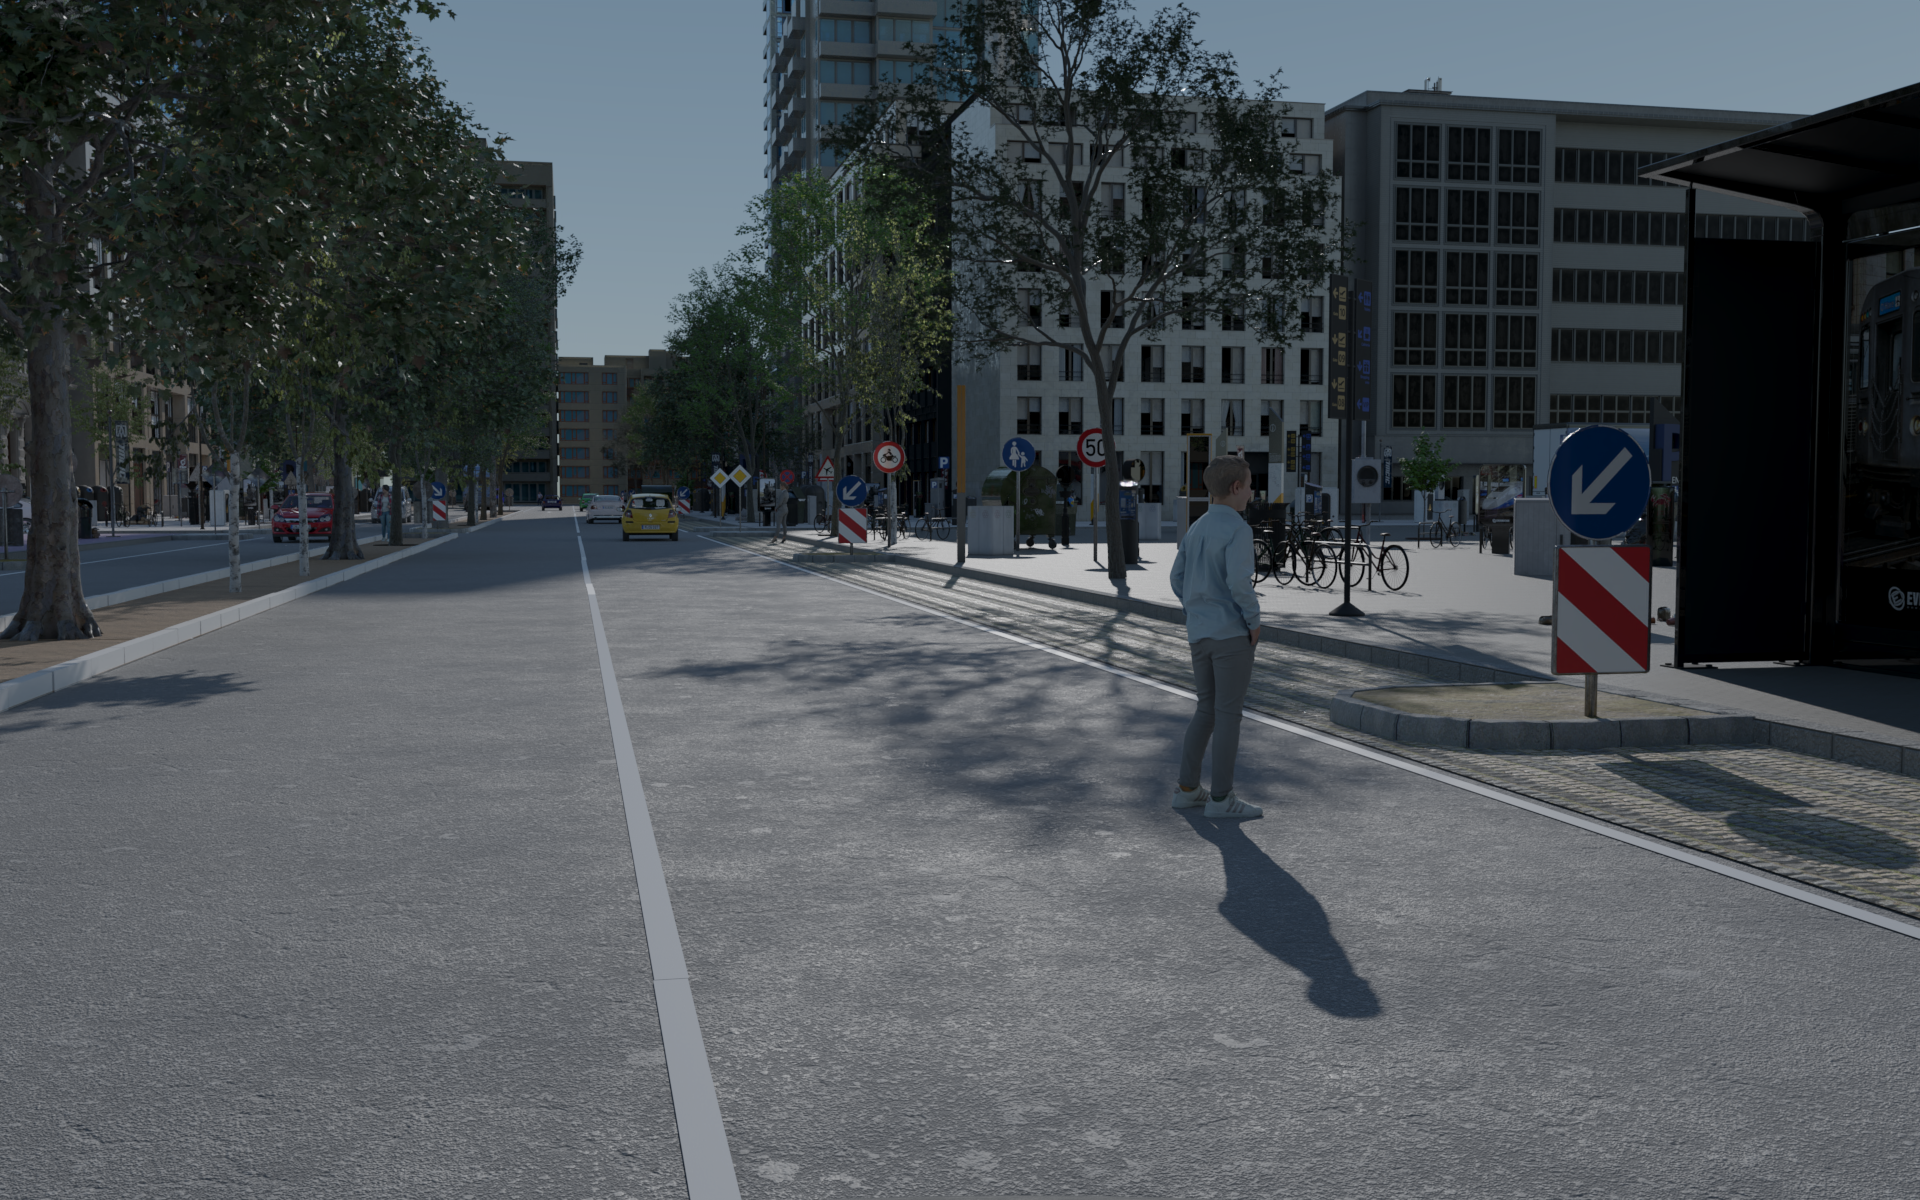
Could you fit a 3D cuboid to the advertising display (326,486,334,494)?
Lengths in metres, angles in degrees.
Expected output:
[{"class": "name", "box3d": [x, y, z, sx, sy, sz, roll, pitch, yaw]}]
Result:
[{"class": "advertising display", "box3d": [-48.300, -7.833, 133.281, 0.974, 1.923, 0.123, 0, 4, -3]}]

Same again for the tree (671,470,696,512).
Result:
[{"class": "tree", "box3d": [-19.325, -7.803, 122.186, 1.663, 3.219, 1.824, 0, 3, 0]}]

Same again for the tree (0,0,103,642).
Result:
[{"class": "tree", "box3d": [-9.060, -5.967, 17.029, 9.611, 12.733, 9.660, 0, 3, 0]}]

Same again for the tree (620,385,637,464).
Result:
[{"class": "tree", "box3d": [-9.435, -9.277, 77.434, 9.928, 11.665, 9.643, 0, 3, 0]}]

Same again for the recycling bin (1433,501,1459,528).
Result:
[{"class": "recycling bin", "box3d": [18.256, -3.214, 65.095, 0.722, 1.027, 0.722, -1, 4, -14]}]

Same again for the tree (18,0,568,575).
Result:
[{"class": "tree", "box3d": [-13.494, -7.226, 37.604, 9.611, 12.733, 9.660, 0, 3, 0]}]

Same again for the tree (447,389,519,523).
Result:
[{"class": "tree", "box3d": [-24.102, -8.153, 86.129, 4.360, 8.622, 3.978, 0, 3, 0]}]

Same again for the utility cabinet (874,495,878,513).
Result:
[{"class": "utility cabinet", "box3d": [-3.866, -4.713, 88.217, 1.020, 1.237, 0.306, 0, 4, -4]}]

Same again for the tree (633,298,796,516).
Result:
[{"class": "tree", "box3d": [-14.277, -11.261, 101.124, 9.611, 12.733, 9.660, 0, 3, 0]}]

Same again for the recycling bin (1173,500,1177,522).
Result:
[{"class": "recycling bin", "box3d": [10.293, -4.132, 80.118, 0.722, 1.027, 0.722, -1, 4, -8]}]

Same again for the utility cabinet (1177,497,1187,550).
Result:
[{"class": "utility cabinet", "box3d": [5.455, -1.783, 40.314, 0.306, 1.237, 1.020, 3, 5, 42]}]

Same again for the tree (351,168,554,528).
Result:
[{"class": "tree", "box3d": [-20.333, -9.679, 67.358, 9.857, 13.997, 8.962, 0, 3, 0]}]

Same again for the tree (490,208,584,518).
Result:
[{"class": "tree", "box3d": [-29.590, -15.066, 104.673, 12.611, 20.169, 13.585, 0, 3, 0]}]

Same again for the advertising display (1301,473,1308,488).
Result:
[{"class": "advertising display", "box3d": [10.676, -2.969, 53.756, 0.123, 1.923, 0.974, 1, 4, 17]}]

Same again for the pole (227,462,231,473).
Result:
[{"class": "pole", "box3d": [-30.634, -4.822, 72.678, 0.158, 3.312, 0.155, 0, 3, 0]}]

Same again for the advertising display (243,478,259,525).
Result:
[{"class": "advertising display", "box3d": [-29.121, -4.033, 71.151, 0.974, 1.923, 0.123, 2, 4, 35]}]

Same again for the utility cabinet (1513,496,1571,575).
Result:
[{"class": "utility cabinet", "box3d": [9.317, -0.997, 27.456, 1.020, 1.237, 0.306, 1, 4, 12]}]

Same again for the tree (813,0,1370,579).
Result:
[{"class": "tree", "box3d": [2.295, -5.626, 26.406, 8.767, 10.594, 7.601, -1, 4, -21]}]

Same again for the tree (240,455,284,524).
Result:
[{"class": "tree", "box3d": [-30.197, -4.935, 75.292, 1.663, 3.219, 1.824, 0, 3, 0]}]

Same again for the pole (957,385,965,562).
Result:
[{"class": "pole", "box3d": [0.022, -2.367, 32.538, 0.158, 3.312, 0.155, 0, 3, 0]}]

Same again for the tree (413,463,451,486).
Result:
[{"class": "tree", "box3d": [-56.287, -12.361, 185.820, 4.285, 4.588, 4.351, 0, 3, 0]}]

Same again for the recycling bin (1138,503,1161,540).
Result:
[{"class": "recycling bin", "box3d": [5.238, -2.196, 48.460, 0.722, 1.027, 0.722, 1, 4, 12]}]

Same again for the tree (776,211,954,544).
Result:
[{"class": "tree", "box3d": [-1.902, -5.742, 44.250, 4.360, 8.622, 3.978, 0, 3, 0]}]

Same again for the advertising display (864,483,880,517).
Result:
[{"class": "advertising display", "box3d": [-4.982, -5.683, 98.132, 0.974, 1.923, 0.123, -2, 4, -31]}]

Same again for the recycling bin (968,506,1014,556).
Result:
[{"class": "recycling bin", "box3d": [0.647, -1.467, 36.534, 0.722, 1.027, 0.722, 3, 5, 44]}]

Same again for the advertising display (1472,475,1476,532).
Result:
[{"class": "advertising display", "box3d": [17.617, -3.271, 58.700, 0.123, 1.923, 0.974, 3, 5, 39]}]

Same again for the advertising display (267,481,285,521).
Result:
[{"class": "advertising display", "box3d": [-32.727, -4.751, 82.889, 0.123, 1.923, 0.974, 2, 4, 25]}]

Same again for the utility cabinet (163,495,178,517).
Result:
[{"class": "utility cabinet", "box3d": [-44.956, -5.360, 98.792, 1.020, 1.237, 0.306, 1, 4, 15]}]

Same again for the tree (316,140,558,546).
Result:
[{"class": "tree", "box3d": [-15.414, -7.284, 47.303, 9.928, 11.665, 9.643, 0, 3, 0]}]

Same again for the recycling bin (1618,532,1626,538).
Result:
[{"class": "recycling bin", "box3d": [19.672, -2.380, 51.466, 0.722, 1.027, 0.722, -2, 4, -32]}]

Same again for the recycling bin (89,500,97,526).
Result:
[{"class": "recycling bin", "box3d": [-34.697, -3.427, 68.582, 0.722, 1.027, 0.722, 0, 4, 3]}]

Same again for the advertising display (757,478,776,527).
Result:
[{"class": "advertising display", "box3d": [-7.662, -3.881, 68.662, 0.123, 1.923, 0.974, 3, 4, 36]}]

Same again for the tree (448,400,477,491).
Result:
[{"class": "tree", "box3d": [-16.942, -6.228, 54.655, 4.737, 8.622, 4.395, 0, 3, 0]}]

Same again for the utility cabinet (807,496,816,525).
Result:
[{"class": "utility cabinet", "box3d": [-6.207, -3.764, 72.703, 0.306, 1.237, 1.020, -1, 4, -10]}]

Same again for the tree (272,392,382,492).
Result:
[{"class": "tree", "box3d": [-34.950, -10.623, 91.819, 7.486, 12.596, 7.792, 0, 3, 0]}]

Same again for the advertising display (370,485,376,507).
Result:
[{"class": "advertising display", "box3d": [-40.179, -6.935, 118.607, 0.123, 1.923, 0.974, -3, 4, -36]}]

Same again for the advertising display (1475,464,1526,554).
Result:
[{"class": "advertising display", "box3d": [11.609, -1.952, 37.127, 0.974, 1.923, 0.123, 2, 4, 32]}]

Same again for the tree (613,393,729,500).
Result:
[{"class": "tree", "box3d": [-20.501, -11.892, 128.840, 7.601, 10.594, 8.767, 0, 4, 7]}]

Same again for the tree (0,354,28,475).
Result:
[{"class": "tree", "box3d": [-23.781, -5.523, 40.670, 4.737, 8.622, 4.395, 0, 3, 0]}]

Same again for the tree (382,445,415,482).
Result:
[{"class": "tree", "box3d": [-42.642, -12.648, 124.927, 7.486, 12.596, 7.792, 0, 3, 0]}]

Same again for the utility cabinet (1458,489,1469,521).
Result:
[{"class": "utility cabinet", "box3d": [24.048, -4.533, 82.798, 0.318, 1.500, 1.173, 0, 4, 4]}]

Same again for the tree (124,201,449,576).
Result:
[{"class": "tree", "box3d": [-11.317, -4.700, 29.659, 4.737, 8.622, 4.395, 0, 3, 0]}]

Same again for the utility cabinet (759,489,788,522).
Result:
[{"class": "utility cabinet", "box3d": [-8.518, -4.333, 79.525, 1.173, 1.500, 0.318, -1, 4, -18]}]

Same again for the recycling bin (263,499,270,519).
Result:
[{"class": "recycling bin", "box3d": [-36.003, -4.786, 90.797, 0.722, 1.027, 0.722, 3, 4, 38]}]

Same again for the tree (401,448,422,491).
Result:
[{"class": "tree", "box3d": [-45.299, -11.561, 139.384, 4.360, 8.622, 3.978, 0, 3, 0]}]

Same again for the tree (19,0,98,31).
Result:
[{"class": "tree", "box3d": [-6.120, -5.669, 5.523, 12.009, 13.543, 11.850, 0, 3, 0]}]

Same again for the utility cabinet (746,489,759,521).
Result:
[{"class": "utility cabinet", "box3d": [-9.625, -4.511, 82.437, 1.173, 1.500, 0.318, 2, 4, 32]}]

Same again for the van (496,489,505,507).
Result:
[{"class": "van", "box3d": [-52.329, -11.643, 194.754, 2.240, 2.365, 5.245, -1, 4, -14]}]

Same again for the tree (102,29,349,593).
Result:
[{"class": "tree", "box3d": [-10.570, -4.419, 25.071, 4.360, 8.622, 3.978, 0, 3, 0]}]

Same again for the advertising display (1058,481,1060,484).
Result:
[{"class": "advertising display", "box3d": [4.473, -4.267, 74.986, 0.123, 1.923, 0.974, -1, 4, -16]}]

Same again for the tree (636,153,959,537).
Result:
[{"class": "tree", "box3d": [-3.598, -7.739, 52.287, 9.928, 11.665, 9.643, 0, 3, 0]}]
